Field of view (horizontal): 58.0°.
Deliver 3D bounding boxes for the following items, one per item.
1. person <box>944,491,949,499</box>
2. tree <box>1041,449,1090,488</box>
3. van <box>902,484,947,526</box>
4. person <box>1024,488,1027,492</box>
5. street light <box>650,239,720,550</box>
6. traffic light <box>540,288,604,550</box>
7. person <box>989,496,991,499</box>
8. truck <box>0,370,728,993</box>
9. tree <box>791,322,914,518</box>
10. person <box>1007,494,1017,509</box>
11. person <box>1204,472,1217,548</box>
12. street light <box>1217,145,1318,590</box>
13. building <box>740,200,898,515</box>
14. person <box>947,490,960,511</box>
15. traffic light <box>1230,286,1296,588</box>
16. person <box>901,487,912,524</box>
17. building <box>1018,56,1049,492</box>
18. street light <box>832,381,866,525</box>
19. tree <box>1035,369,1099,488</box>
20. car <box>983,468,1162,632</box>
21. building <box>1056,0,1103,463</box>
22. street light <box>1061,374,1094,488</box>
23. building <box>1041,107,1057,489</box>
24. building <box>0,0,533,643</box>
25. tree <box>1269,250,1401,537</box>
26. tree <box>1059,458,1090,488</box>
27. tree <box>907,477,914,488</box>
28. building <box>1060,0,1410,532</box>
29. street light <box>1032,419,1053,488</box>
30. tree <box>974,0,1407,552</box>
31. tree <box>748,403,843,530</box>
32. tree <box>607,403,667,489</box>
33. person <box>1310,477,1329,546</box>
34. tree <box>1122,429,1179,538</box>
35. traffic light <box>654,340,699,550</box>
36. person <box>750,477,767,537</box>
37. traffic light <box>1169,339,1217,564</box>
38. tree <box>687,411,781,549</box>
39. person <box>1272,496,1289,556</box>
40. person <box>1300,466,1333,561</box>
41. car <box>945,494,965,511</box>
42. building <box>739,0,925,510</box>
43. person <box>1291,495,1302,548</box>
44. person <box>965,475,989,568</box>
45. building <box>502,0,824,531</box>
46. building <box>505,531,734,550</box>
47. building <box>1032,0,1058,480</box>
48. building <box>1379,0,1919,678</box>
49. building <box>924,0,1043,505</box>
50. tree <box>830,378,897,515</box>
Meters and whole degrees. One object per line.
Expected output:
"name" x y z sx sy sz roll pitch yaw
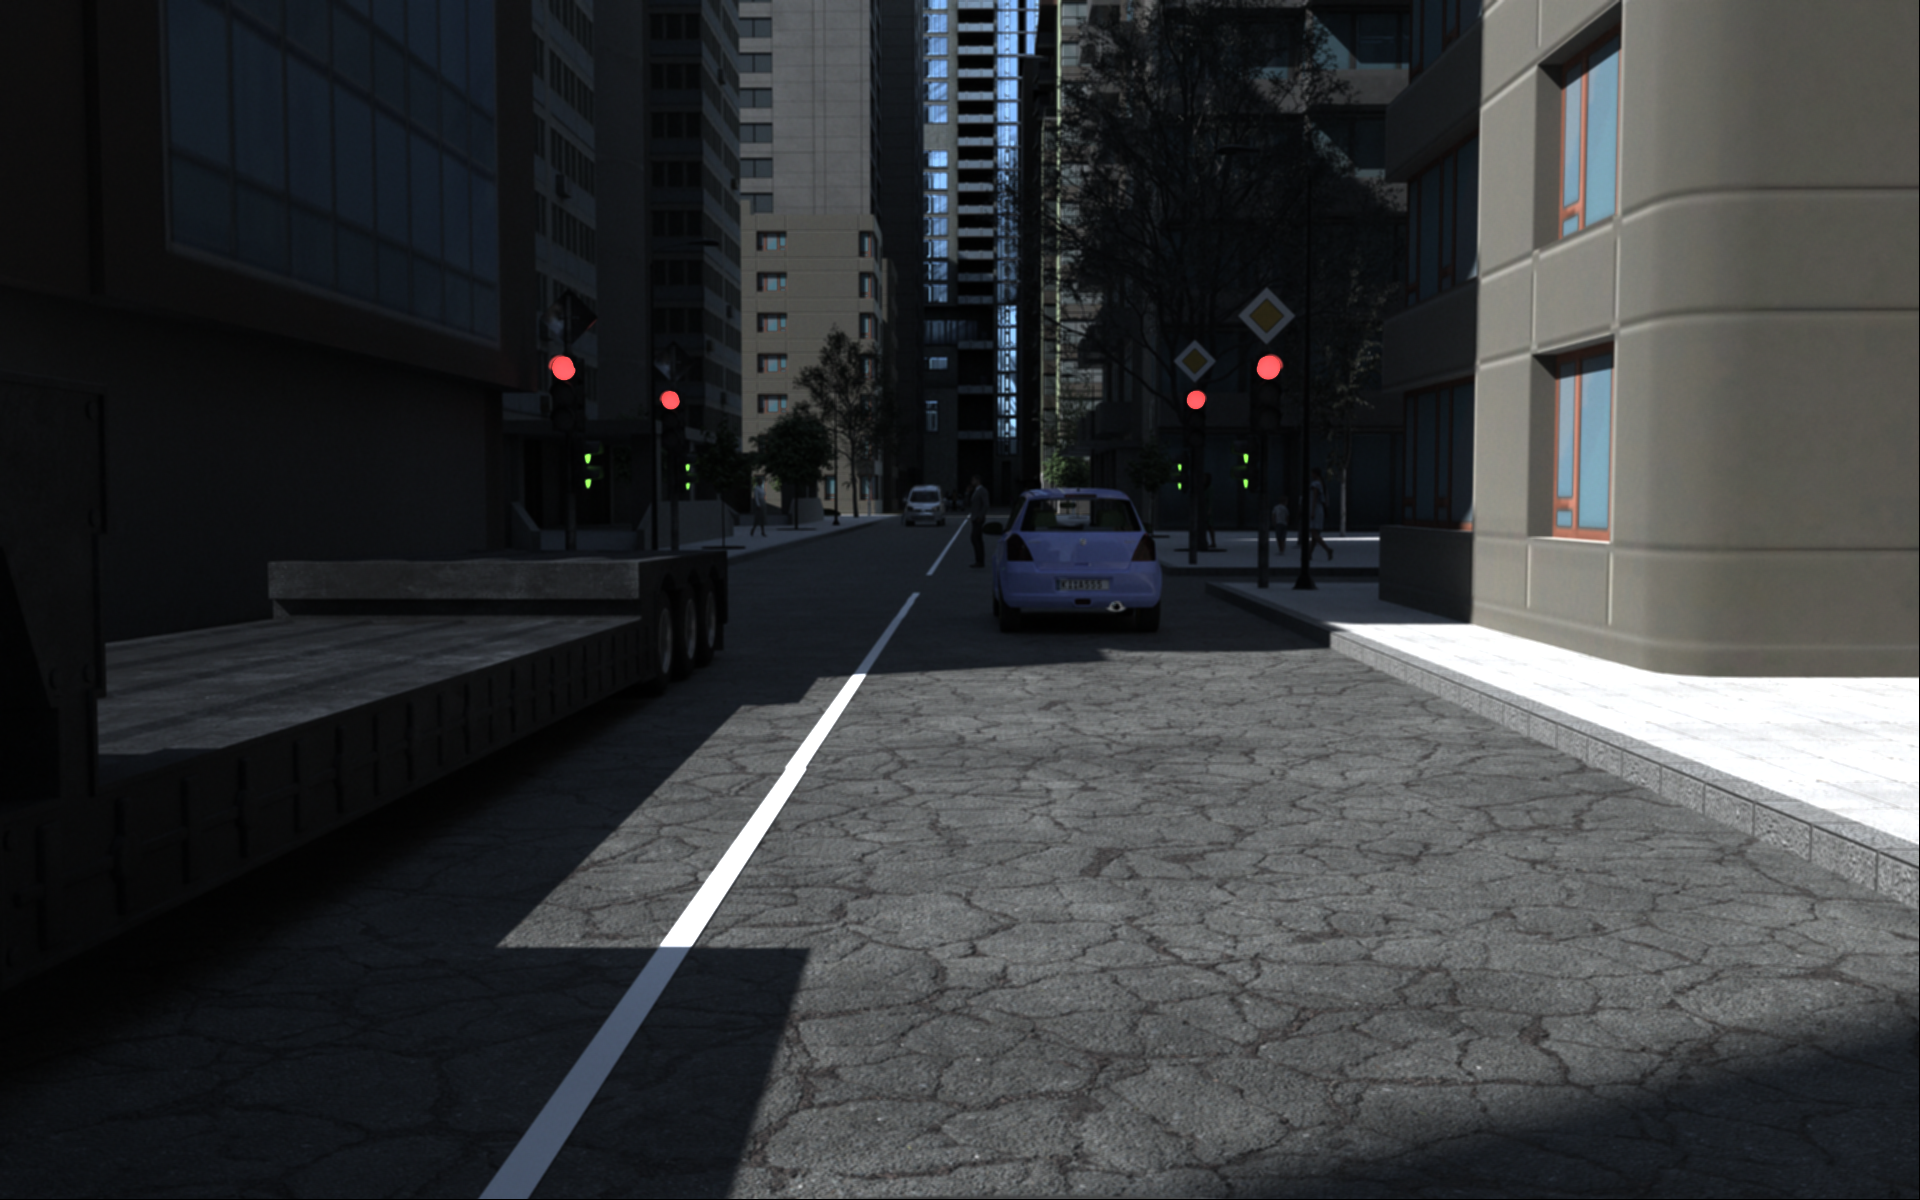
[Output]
"person" -1.360 -10.684 183.906 1.217 1.735 0.721 0 4 8
"tree" 6.858 -7.694 109.504 4.285 4.588 4.351 0 3 0
"van" -1.550 -4.349 78.114 2.013 2.044 4.112 0 4 2
"person" 3.846 -5.792 103.548 0.444 1.785 0.601 -3 5 -40
"street light" -5.080 -3.619 31.706 1.470 5.913 1.316 0 4 1
"traffic light" -5.329 -2.128 23.712 0.839 4.253 0.868 0 4 1
"person" 2.430 -9.657 167.067 1.217 1.739 0.721 -1 4 -15
"truck" -3.352 -0.981 5.805 2.967 4.110 18.799 0 4 1
"tree" -6.031 -9.799 94.629 7.601 10.594 8.767 0 4 -1
"person" 4.986 -9.496 166.978 0.991 1.433 0.599 1 4 11
"person" 5.887 -2.132 41.142 0.529 1.795 0.600 -1 4 -21
"street light" 4.115 -3.099 23.204 1.470 5.913 1.316 0 4 1
"building" -18.929 -16.937 121.953 27.650 21.520 28.899 0 4 1
"person" -0.493 -8.299 144.284 1.348 1.812 0.705 -2 4 -33
"traffic light" 4.131 -2.121 23.596 0.839 4.253 0.868 0 4 1
"person" -2.472 -4.465 81.850 0.623 1.781 0.721 2 4 30
"building" 13.158 -32.111 175.129 14.600 45.320 14.200 0 4 1
"street light" -4.561 -6.030 71.135 1.470 5.913 1.316 0 4 1
"tree" 6.557 -9.218 101.081 4.737 8.622 4.395 0 3 0
"car" 1.228 -0.594 19.307 1.945 1.707 3.694 0 4 -1
"building" 13.566 -26.576 118.113 14.154 41.232 14.086 0 4 1
"street light" 4.620 -5.796 67.310 1.470 5.913 1.316 0 4 1
"building" 13.170 -22.068 132.519 14.160 30.474 14.107 0 4 1
"building" -13.135 -22.400 16.345 14.200 45.320 14.600 0 4 1
"tree" 11.137 -6.171 51.254 4.360 8.622 3.978 0 3 0
"tree" 6.345 -5.939 91.697 1.663 3.219 1.824 0 3 0
"tree" -5.155 -10.171 160.894 1.663 3.219 1.824 0 3 0
"building" 16.430 -27.617 71.144 23.786 49.044 30.456 0 4 1
"street light" 5.131 -8.207 106.722 1.470 5.913 1.316 0 4 1
"tree" 5.231 -7.828 38.357 12.009 13.543 11.850 0 3 0
"tree" -5.816 -4.801 62.204 4.285 4.588 4.351 0 3 0
"tree" -11.560 -4.826 62.613 4.285 4.588 4.351 0 3 0
"person" 8.808 -2.223 43.058 0.731 1.740 0.598 1 4 15
"tree" 5.583 -3.469 51.324 1.663 3.219 1.824 0 3 0
"traffic light" -5.218 -2.616 31.697 0.839 4.253 0.868 0 4 1
"person" -6.090 -2.815 52.300 0.641 1.798 0.478 3 5 43
"traffic light" 4.243 -2.609 31.581 0.839 4.253 0.868 0 4 1
"tree" -5.432 -2.813 40.588 1.663 3.219 1.824 0 3 0
"person" 6.691 -1.557 36.181 0.332 1.250 0.352 3 5 39
"person" 6.911 -1.665 33.356 0.616 1.811 0.778 -3 5 -42
"car" -0.479 -8.272 147.257 2.014 1.417 4.499 0 4 1
"building" -14.163 -44.835 171.310 20.611 71.187 20.563 0 4 1
"person" 8.166 -1.985 41.101 0.523 1.515 0.503 3 5 39
"person" 0.329 -1.542 33.901 0.473 1.802 0.592 0 4 -1
"building" -22.863 -23.545 76.835 32.217 40.220 23.993 0 4 1
"building" -23.107 -21.591 44.902 32.217 40.220 23.993 0 4 1
"building" 17.670 -30.510 153.469 22.147 44.769 28.867 0 4 1
"building" 18.713 -9.832 5.791 27.650 21.520 28.899 0 4 1
"building" 4.857 -54.295 200.389 31.000 86.520 22.319 0 4 1
"tree" -5.577 -9.421 104.390 4.360 8.622 3.978 0 3 0
